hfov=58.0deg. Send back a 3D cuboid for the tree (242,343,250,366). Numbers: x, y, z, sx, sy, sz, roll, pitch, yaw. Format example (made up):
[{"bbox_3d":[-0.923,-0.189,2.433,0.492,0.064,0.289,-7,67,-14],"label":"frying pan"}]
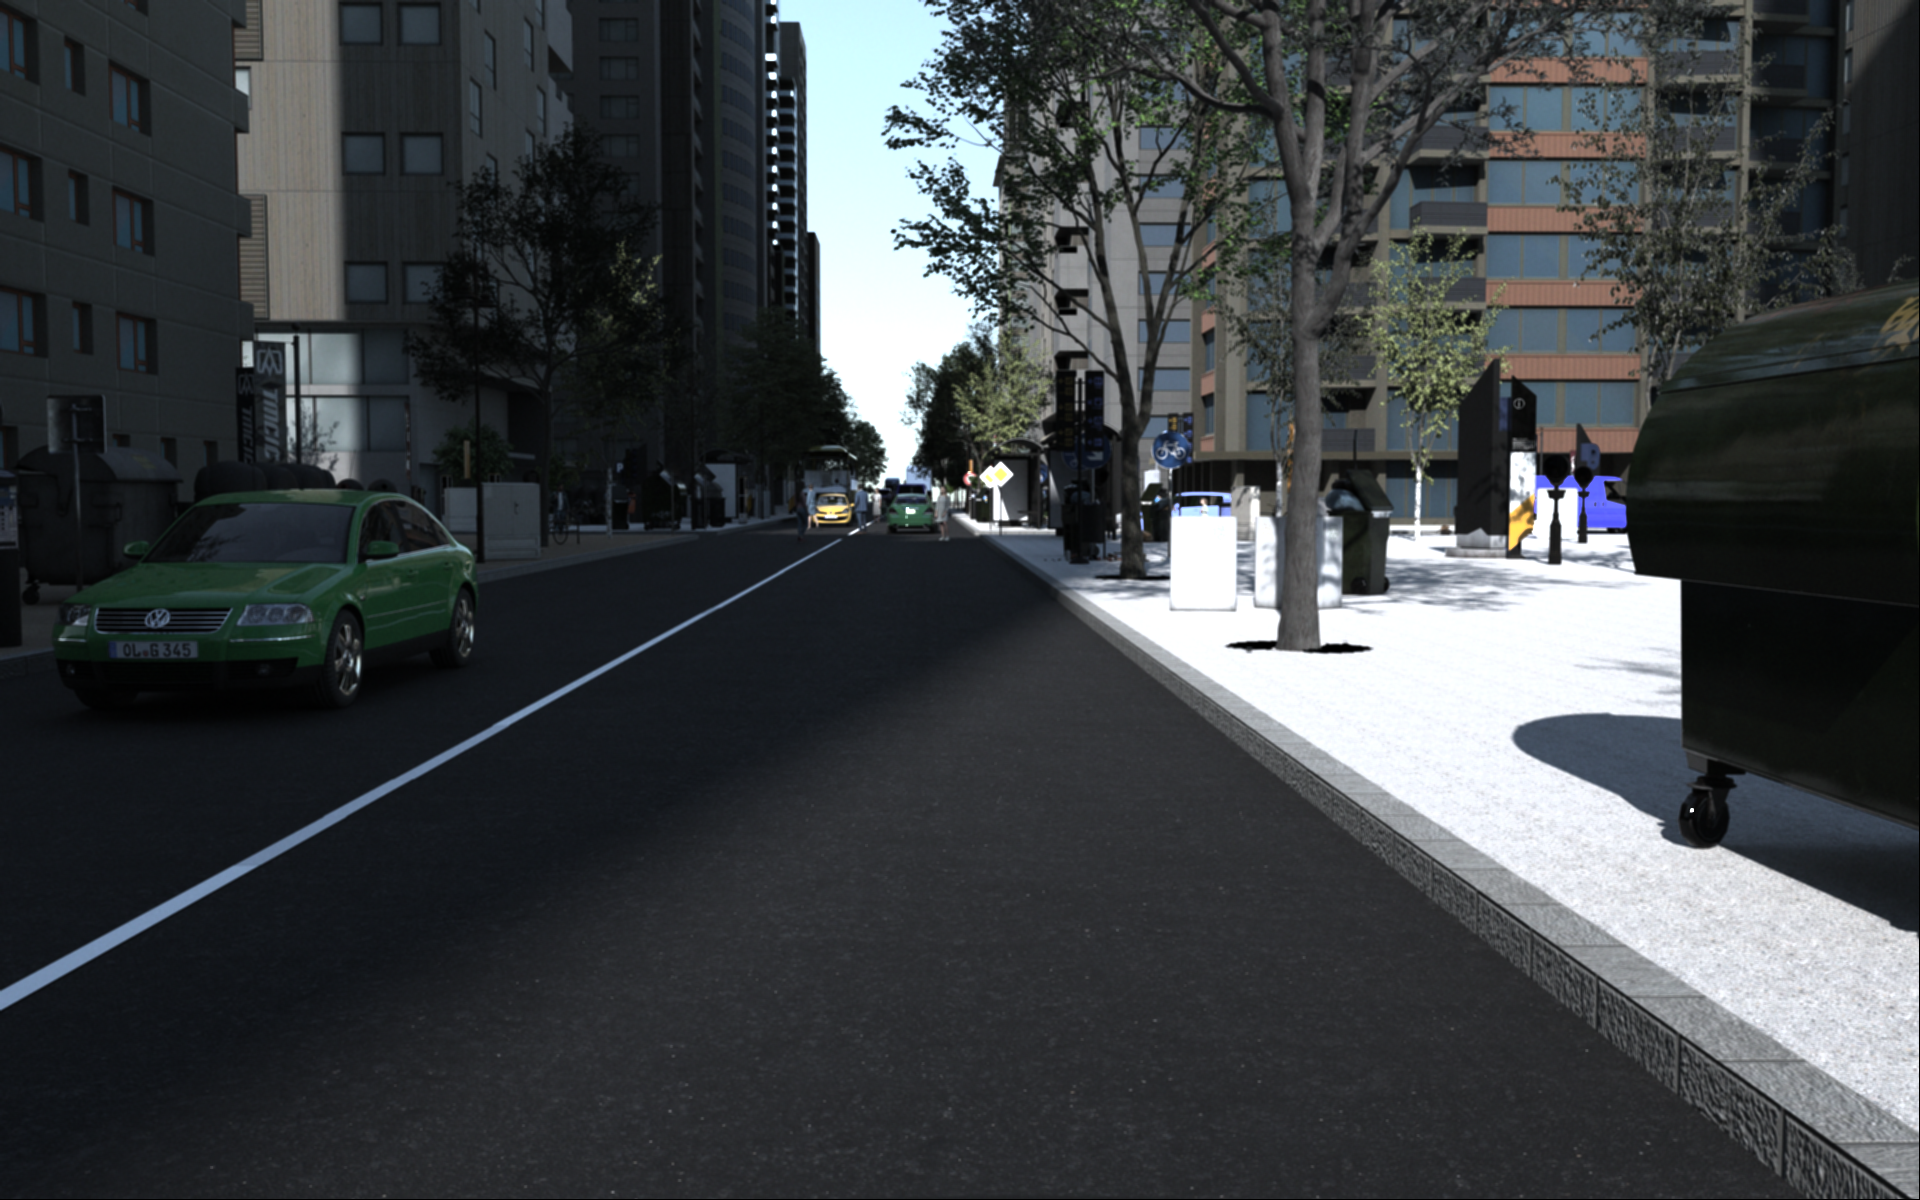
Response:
[{"bbox_3d":[-29.635,-7.205,68.160,4.737,8.622,4.395,0,3,0],"label":"tree"}]

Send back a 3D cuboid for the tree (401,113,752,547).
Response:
[{"bbox_3d":[-9.824,-6.574,41.900,7.601,10.594,8.767,-1,4,-19],"label":"tree"}]

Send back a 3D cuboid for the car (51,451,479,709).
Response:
[{"bbox_3d":[-4.971,-0.255,12.961,1.959,1.807,4.718,0,4,0],"label":"car"}]

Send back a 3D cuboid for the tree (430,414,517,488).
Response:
[{"bbox_3d":[-19.971,-5.348,71.159,4.285,4.588,4.351,0,3,0],"label":"tree"}]

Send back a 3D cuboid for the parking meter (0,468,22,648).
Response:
[{"bbox_3d":[-8.114,-0.375,14.548,0.372,1.533,0.369,0,3,0],"label":"parking meter"}]

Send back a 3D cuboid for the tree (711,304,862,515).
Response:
[{"bbox_3d":[-10.933,-11.367,103.975,7.486,12.596,7.792,0,3,0],"label":"tree"}]

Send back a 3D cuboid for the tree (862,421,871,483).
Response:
[{"bbox_3d":[-11.693,-13.080,131.992,7.486,12.596,7.792,0,3,0],"label":"tree"}]

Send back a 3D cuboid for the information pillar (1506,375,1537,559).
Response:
[{"bbox_3d":[11.083,-2.619,34.172,0.504,3.616,0.183,0,4,4],"label":"information pillar"}]

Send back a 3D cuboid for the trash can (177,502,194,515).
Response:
[{"bbox_3d":[-14.254,-1.263,32.299,0.748,1.137,0.748,0,3,0],"label":"trash can"}]

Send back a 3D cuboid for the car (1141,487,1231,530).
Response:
[{"bbox_3d":[7.672,-2.993,58.530,3.694,1.707,1.945,0,4,-2],"label":"car"}]

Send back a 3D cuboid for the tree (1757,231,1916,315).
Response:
[{"bbox_3d":[26.417,-6.145,50.830,4.360,8.622,3.978,0,3,0],"label":"tree"}]

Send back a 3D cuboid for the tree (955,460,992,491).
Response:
[{"bbox_3d":[1.099,-6.233,96.507,1.663,3.219,1.824,0,3,0],"label":"tree"}]

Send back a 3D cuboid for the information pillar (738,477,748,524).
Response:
[{"bbox_3d":[-9.263,-4.246,73.912,0.304,2.012,0.304,1,4,13],"label":"information pillar"}]

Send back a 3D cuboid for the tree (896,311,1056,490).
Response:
[{"bbox_3d":[0.946,-9.444,88.830,8.767,10.594,7.601,-1,4,-11],"label":"tree"}]

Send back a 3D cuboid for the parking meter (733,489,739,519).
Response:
[{"bbox_3d":[-11.586,-4.987,89.946,0.372,1.533,0.369,0,3,0],"label":"parking meter"}]

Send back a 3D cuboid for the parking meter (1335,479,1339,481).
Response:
[{"bbox_3d":[14.898,-3.800,67.844,0.399,1.863,0.255,3,5,40],"label":"parking meter"}]

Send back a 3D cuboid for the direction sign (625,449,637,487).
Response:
[{"bbox_3d":[-16.396,-5.776,86.440,0.876,3.537,0.379,3,5,42],"label":"direction sign"}]

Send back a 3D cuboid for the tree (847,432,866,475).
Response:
[{"bbox_3d":[-12.938,-15.595,205.345,4.360,8.622,3.978,0,3,0],"label":"tree"}]

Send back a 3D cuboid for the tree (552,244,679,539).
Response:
[{"bbox_3d":[-10.101,-6.087,49.891,4.737,8.622,4.395,0,3,0],"label":"tree"}]

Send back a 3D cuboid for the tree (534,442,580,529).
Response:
[{"bbox_3d":[-14.921,-4.261,64.262,1.663,3.219,1.824,0,3,0],"label":"tree"}]

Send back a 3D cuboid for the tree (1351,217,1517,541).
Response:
[{"bbox_3d":[12.731,-5.915,47.075,4.737,8.622,4.395,0,3,0],"label":"tree"}]

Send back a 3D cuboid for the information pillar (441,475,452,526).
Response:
[{"bbox_3d":[-20.302,-3.915,68.500,0.304,2.012,0.304,1,4,14],"label":"information pillar"}]

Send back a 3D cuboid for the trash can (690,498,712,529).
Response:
[{"bbox_3d":[-9.662,-3.216,64.227,0.748,1.137,0.748,0,3,0],"label":"trash can"}]

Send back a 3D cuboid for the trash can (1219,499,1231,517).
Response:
[{"bbox_3d":[15.015,-5.157,95.972,0.748,1.137,0.748,0,3,0],"label":"trash can"}]

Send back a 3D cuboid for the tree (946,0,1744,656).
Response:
[{"bbox_3d":[2.904,-6.325,13.785,12.009,13.543,11.850,0,3,0],"label":"tree"}]

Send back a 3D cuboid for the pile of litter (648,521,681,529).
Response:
[{"bbox_3d":[-11.223,-3.099,64.638,1.719,0.858,1.176,3,4,36],"label":"pile of litter"}]

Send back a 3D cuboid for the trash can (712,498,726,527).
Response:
[{"bbox_3d":[-9.413,-3.392,67.108,0.748,1.137,0.748,0,3,0],"label":"trash can"}]

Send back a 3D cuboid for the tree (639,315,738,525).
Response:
[{"bbox_3d":[-10.862,-7.342,70.406,4.360,8.622,3.978,0,3,0],"label":"tree"}]

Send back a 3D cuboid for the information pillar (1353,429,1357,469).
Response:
[{"bbox_3d":[14.125,-4.317,61.942,0.183,3.616,0.504,1,4,17],"label":"information pillar"}]

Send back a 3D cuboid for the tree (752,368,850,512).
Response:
[{"bbox_3d":[-11.631,-11.442,121.481,8.767,10.594,7.601,-3,4,-36],"label":"tree"}]

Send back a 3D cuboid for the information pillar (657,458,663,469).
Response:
[{"bbox_3d":[-19.600,-7.449,113.150,0.504,3.616,0.183,2,4,25],"label":"information pillar"}]

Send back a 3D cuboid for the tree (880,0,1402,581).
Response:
[{"bbox_3d":[2.664,-6.128,25.948,9.928,11.665,9.643,0,3,0],"label":"tree"}]

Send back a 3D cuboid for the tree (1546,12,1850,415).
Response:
[{"bbox_3d":[11.072,-4.659,26.545,4.360,8.622,3.978,0,3,0],"label":"tree"}]

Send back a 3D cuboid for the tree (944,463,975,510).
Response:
[{"bbox_3d":[0.259,-9.537,139.649,4.285,4.588,4.351,0,3,0],"label":"tree"}]

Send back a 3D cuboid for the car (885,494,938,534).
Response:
[{"bbox_3d":[-1.743,-3.196,64.045,2.131,1.459,4.920,0,4,0],"label":"car"}]

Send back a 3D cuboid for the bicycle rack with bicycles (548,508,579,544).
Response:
[{"bbox_3d":[-11.048,-1.859,43.777,2.852,0.926,2.925,1,4,14],"label":"bicycle rack with bicycles"}]

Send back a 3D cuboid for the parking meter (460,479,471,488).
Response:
[{"bbox_3d":[-18.643,-3.645,65.307,0.399,1.863,0.255,2,4,35],"label":"parking meter"}]

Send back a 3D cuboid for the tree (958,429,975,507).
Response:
[{"bbox_3d":[0.499,-13.367,168.909,4.360,8.622,3.978,0,3,0],"label":"tree"}]

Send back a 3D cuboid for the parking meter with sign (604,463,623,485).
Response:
[{"bbox_3d":[-19.608,-6.177,97.261,1.738,3.016,0.543,3,5,42],"label":"parking meter with sign"}]

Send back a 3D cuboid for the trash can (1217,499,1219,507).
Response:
[{"bbox_3d":[15.516,-5.884,107.850,0.748,1.137,0.748,0,3,0],"label":"trash can"}]

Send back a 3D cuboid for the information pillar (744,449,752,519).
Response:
[{"bbox_3d":[-10.982,-6.010,89.611,0.183,3.616,0.504,2,4,31],"label":"information pillar"}]

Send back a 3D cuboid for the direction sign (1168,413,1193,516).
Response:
[{"bbox_3d":[6.162,-3.454,48.474,0.379,3.537,0.876,-3,5,-44],"label":"direction sign"}]

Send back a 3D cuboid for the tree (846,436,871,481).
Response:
[{"bbox_3d":[-13.153,-16.065,213.029,4.737,8.622,4.395,0,3,0],"label":"tree"}]

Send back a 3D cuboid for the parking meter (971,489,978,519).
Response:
[{"bbox_3d":[0.720,-4.837,87.499,0.372,1.533,0.369,0,3,0],"label":"parking meter"}]

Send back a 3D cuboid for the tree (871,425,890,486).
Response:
[{"bbox_3d":[-14.369,-21.262,265.758,7.486,12.596,7.792,0,3,0],"label":"tree"}]

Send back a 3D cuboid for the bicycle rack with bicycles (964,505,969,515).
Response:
[{"bbox_3d":[1.718,-5.727,107.025,2.925,0.926,2.852,0,4,-4],"label":"bicycle rack with bicycles"}]

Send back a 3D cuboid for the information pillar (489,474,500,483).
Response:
[{"bbox_3d":[-16.794,-3.549,62.521,0.304,2.012,0.304,1,4,17],"label":"information pillar"}]

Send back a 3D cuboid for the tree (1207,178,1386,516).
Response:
[{"bbox_3d":[7.883,-5.562,41.302,4.360,8.622,3.978,0,3,0],"label":"tree"}]

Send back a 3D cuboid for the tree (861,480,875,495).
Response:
[{"bbox_3d":[-14.936,-17.794,285.528,1.663,3.219,1.824,0,3,0],"label":"tree"}]

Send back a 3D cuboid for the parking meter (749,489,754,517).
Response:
[{"bbox_3d":[-11.897,-5.685,98.657,0.399,1.863,0.255,3,5,42],"label":"parking meter"}]

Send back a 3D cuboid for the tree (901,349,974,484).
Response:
[{"bbox_3d":[-0.506,-22.444,222.846,12.611,20.169,13.585,0,3,0],"label":"tree"}]

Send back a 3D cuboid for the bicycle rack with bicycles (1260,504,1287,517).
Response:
[{"bbox_3d":[11.884,-2.971,61.963,2.852,0.926,2.925,0,4,-4],"label":"bicycle rack with bicycles"}]

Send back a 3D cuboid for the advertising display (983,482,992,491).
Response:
[{"bbox_3d":[1.718,-5.473,94.693,0.974,1.923,0.123,0,4,-8],"label":"advertising display"}]

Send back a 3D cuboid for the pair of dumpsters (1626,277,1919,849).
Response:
[{"bbox_3d":[3.271,-0.106,4.221,1.574,2.255,4.437,0,4,-1],"label":"pair of dumpsters"}]

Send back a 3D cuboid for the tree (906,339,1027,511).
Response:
[{"bbox_3d":[0.745,-12.913,128.129,9.611,12.733,9.660,0,3,0],"label":"tree"}]

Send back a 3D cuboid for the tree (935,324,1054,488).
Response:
[{"bbox_3d":[2.038,-7.611,74.810,4.737,8.622,4.395,0,3,0],"label":"tree"}]

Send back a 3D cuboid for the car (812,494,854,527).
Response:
[{"bbox_3d":[-5.622,-4.039,76.267,2.015,1.641,3.980,0,4,-2],"label":"car"}]

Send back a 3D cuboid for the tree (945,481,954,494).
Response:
[{"bbox_3d":[-1.094,-11.418,181.282,1.663,3.219,1.824,0,3,0],"label":"tree"}]

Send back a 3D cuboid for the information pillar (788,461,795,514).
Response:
[{"bbox_3d":[-10.754,-7.293,110.594,0.183,3.616,0.504,3,5,45],"label":"information pillar"}]
